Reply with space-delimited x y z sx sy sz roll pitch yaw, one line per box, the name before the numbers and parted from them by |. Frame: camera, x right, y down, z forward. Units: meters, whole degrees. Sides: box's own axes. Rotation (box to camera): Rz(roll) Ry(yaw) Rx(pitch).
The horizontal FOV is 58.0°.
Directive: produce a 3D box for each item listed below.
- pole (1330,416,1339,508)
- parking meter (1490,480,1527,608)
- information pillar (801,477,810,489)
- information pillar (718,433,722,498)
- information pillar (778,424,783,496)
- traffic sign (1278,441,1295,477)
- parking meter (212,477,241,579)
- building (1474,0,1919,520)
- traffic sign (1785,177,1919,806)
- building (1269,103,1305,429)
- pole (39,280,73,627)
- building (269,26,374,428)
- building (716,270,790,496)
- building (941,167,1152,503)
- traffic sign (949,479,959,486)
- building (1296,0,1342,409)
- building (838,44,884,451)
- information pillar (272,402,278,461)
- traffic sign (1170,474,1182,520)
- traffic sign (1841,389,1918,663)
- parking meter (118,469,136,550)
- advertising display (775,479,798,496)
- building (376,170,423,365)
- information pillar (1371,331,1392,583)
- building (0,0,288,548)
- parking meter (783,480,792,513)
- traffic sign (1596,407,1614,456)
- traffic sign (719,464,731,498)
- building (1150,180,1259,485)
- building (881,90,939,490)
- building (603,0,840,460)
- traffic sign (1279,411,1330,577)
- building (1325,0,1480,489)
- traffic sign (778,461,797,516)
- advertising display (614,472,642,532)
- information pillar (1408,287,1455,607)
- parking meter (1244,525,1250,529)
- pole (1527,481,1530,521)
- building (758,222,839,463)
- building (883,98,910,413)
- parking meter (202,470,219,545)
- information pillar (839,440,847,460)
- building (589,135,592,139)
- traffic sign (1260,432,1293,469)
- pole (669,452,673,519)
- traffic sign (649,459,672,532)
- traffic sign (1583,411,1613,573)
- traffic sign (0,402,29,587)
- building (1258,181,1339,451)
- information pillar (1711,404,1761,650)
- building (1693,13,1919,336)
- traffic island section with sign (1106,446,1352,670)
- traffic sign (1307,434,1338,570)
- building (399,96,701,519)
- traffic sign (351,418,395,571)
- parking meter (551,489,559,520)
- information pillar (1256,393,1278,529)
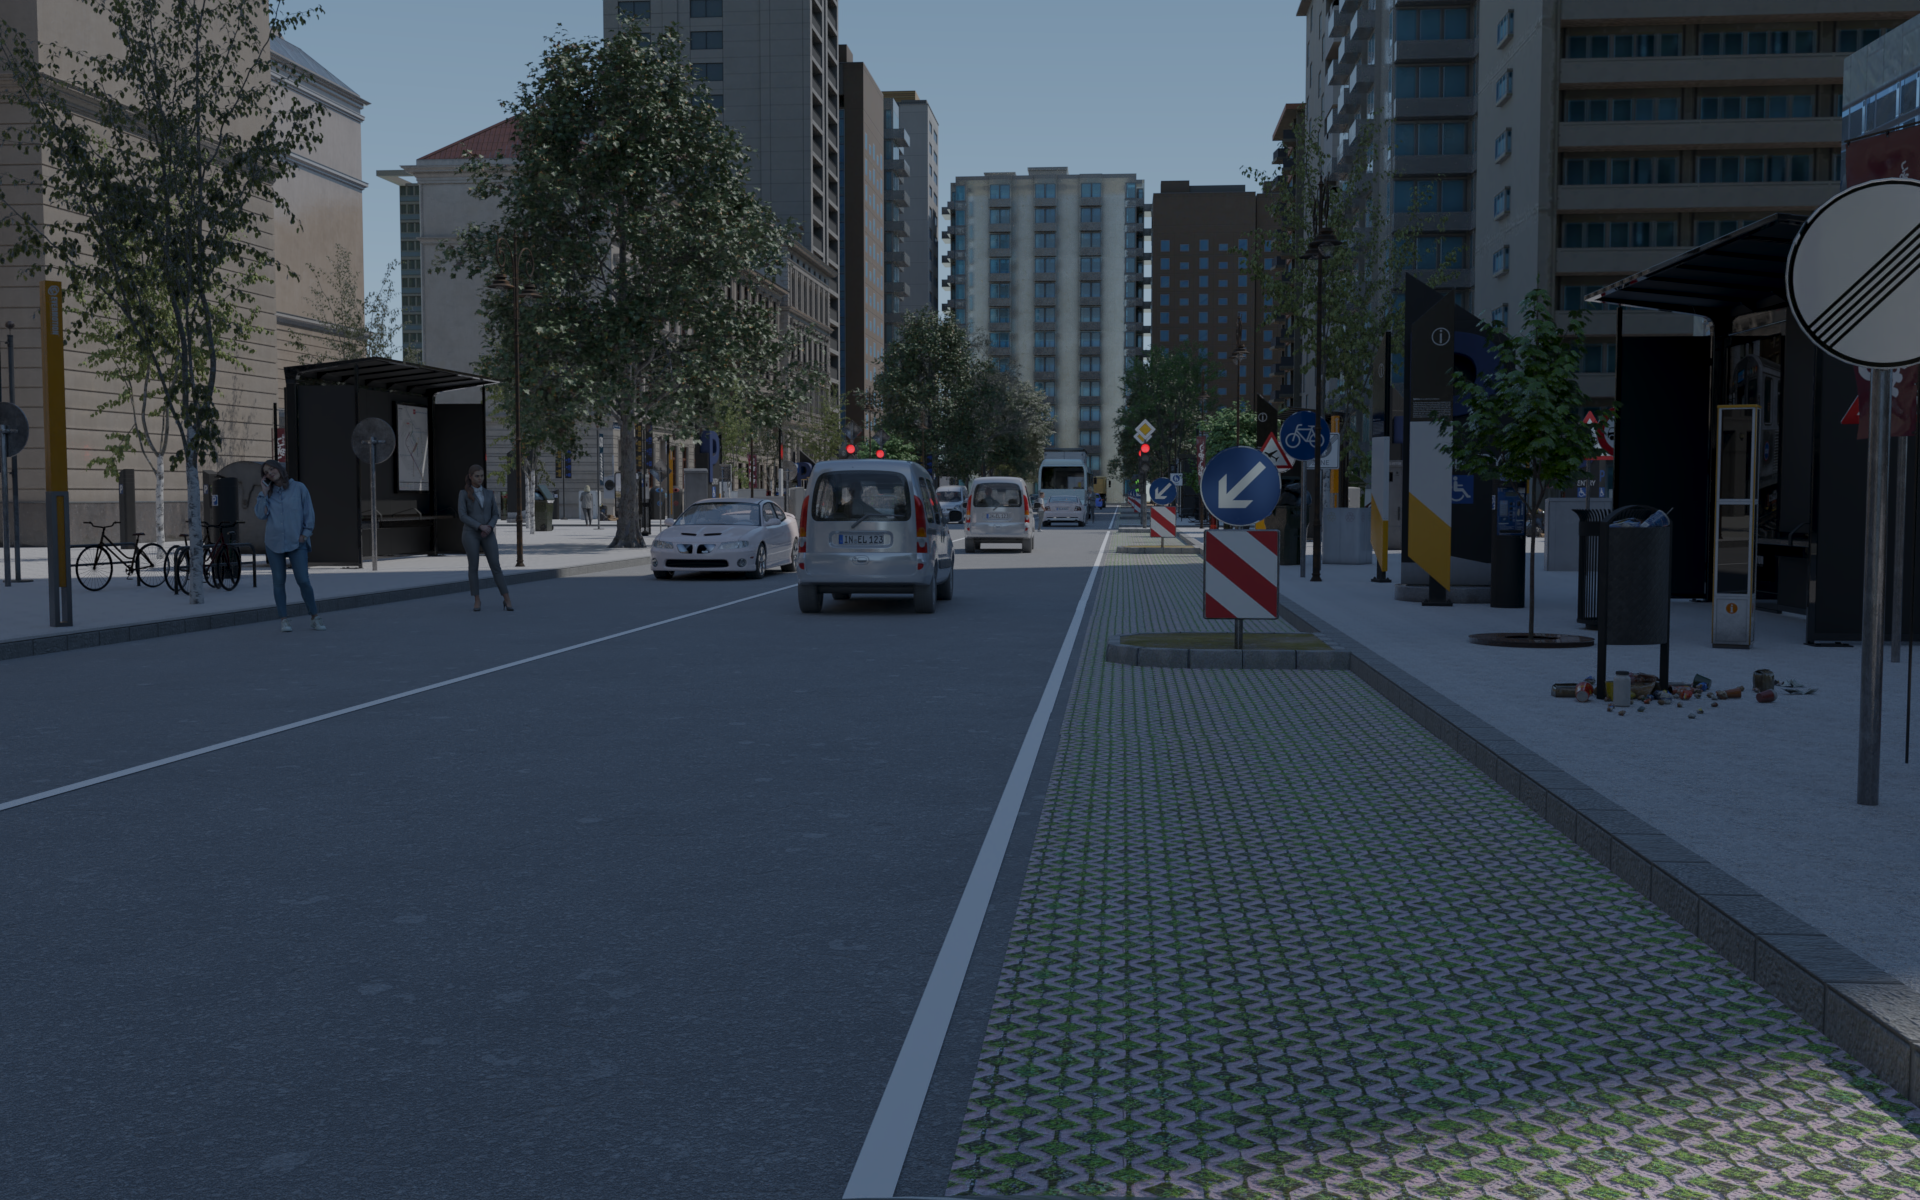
pole | 9.806 -3.150 45.347 0.158 3.312 0.155 0 3 0
parking meter | 6.198 -0.682 19.561 0.372 1.533 0.369 0 3 0
information pillar | -7.691 -4.988 86.038 0.304 2.012 0.304 -2 4 -28
information pillar | -9.316 -4.576 66.179 0.504 3.616 0.183 -1 4 -13
information pillar | -5.865 -3.995 56.669 0.183 3.616 0.504 0 4 1
traffic sign | 7.617 -2.524 41.379 0.768 2.556 0.104 1 4 9
parking meter | -11.146 -1.094 26.300 0.372 1.533 0.369 0 3 0
building | 39.384 -28.685 92.699 21.600 48.544 21.300 0 4 5
traffic sign | 3.756 -0.427 7.088 0.768 2.556 0.104 1 4 13
building | 45.948 -32.833 191.437 22.147 44.769 28.867 0 4 5
pole | -8.708 -1.397 16.681 0.158 3.312 0.155 0 3 0
building | -45.563 -19.061 97.558 20.117 28.700 13.634 0 4 5
building | -18.740 -15.609 119.829 10.561 19.102 19.286 0 4 5
building | 12.914 -38.931 256.125 30.456 49.044 23.786 0 4 5
traffic sign | -0.381 -6.619 110.346 0.606 2.300 0.079 1 4 10
building | 47.089 -35.039 162.119 28.713 52.752 27.495 0 4 5
building | -15.621 -32.260 177.558 14.600 45.320 14.200 0 4 5
information pillar | -17.594 -3.254 44.554 0.183 3.616 0.504 -2 4 -25
traffic sign | 10.749 -5.137 86.114 0.606 2.300 0.079 1 4 12
traffic sign | 7.130 -0.803 13.125 0.884 2.594 0.081 1 4 12
parking meter | -19.334 -2.110 40.214 0.255 1.863 0.399 -3 5 -44
advertising display | -7.465 -4.240 74.542 0.974 1.923 0.123 -1 4 -9
building | -49.035 -31.053 199.600 23.993 40.220 32.217 0 4 5
information pillar | 6.119 -2.069 25.181 0.183 3.616 0.504 0 4 -8
building | -33.222 -15.310 47.575 25.104 27.353 12.463 0 4 5
parking meter | -6.701 -3.742 66.901 0.399 1.863 0.255 3 4 37
traffic sign | 9.463 -1.508 24.769 0.768 2.556 0.104 0 4 7
traffic sign | -8.128 -3.498 59.328 0.606 2.300 0.079 1 4 13
building | 34.720 -36.667 249.620 14.200 45.320 14.600 0 4 5
building | -17.482 -43.730 256.987 28.212 58.520 21.231 0 4 5
building | -19.828 -44.126 159.712 20.563 71.187 20.611 0 4 5
traffic sign | 5.281 -1.620 26.601 0.768 2.556 0.104 0 4 6
building | 37.469 -30.569 119.416 23.786 49.044 30.456 0 4 5
traffic sign | -6.560 -4.023 65.883 0.768 2.556 0.104 1 4 12
advertising display | -9.650 -2.764 50.401 0.974 1.923 0.123 2 4 32
information pillar | 5.398 -1.739 19.787 0.504 3.616 0.183 1 4 17
parking meter | 10.250 -3.469 62.428 0.399 1.863 0.255 -1 4 -17
pole | 26.083 -5.246 79.621 0.158 3.312 0.155 0 3 0
building | -16.783 -18.978 139.175 11.050 23.489 19.941 0 4 5
building | -21.488 -35.528 200.484 30.456 49.044 23.786 0 4 5
parking meter | -18.058 -2.207 41.797 0.399 1.863 0.255 3 5 41
information pillar | -5.105 -5.163 75.764 0.504 3.616 0.183 3 5 44
building | -45.492 -43.943 260.462 28.212 58.520 21.231 0 4 5
traffic sign | 6.512 -2.218 36.271 0.884 2.594 0.081 1 4 9
pole | -12.711 -5.031 76.096 0.158 3.312 0.155 0 3 0
traffic sign | -9.845 -3.409 56.928 0.795 2.450 0.064 1 4 10
traffic sign | 9.873 -1.665 27.234 0.884 2.594 0.081 1 4 11
traffic sign | -13.205 -1.458 23.945 0.768 2.556 0.104 1 4 13
building | 49.287 -36.681 249.843 14.200 45.320 14.600 0 4 5
information pillar | 6.458 -0.607 14.412 0.304 2.012 0.304 2 4 30
building | 30.575 -43.913 30.652 22.319 86.520 31.000 0 4 5
traffic island section with sign | 2.273 -0.391 15.027 1.989 1.847 2.006 0 4 5
traffic sign | 6.035 -1.645 29.021 0.606 2.300 0.079 1 4 12
building | -21.982 -16.084 99.134 11.583 22.565 21.152 0 4 5
traffic sign | -9.800 -1.763 28.927 0.768 2.556 0.104 0 4 6
parking meter | -20.343 -4.812 87.093 0.372 1.533 0.369 0 3 0
information pillar | 7.096 -2.985 40.158 0.504 3.616 0.183 1 4 21
